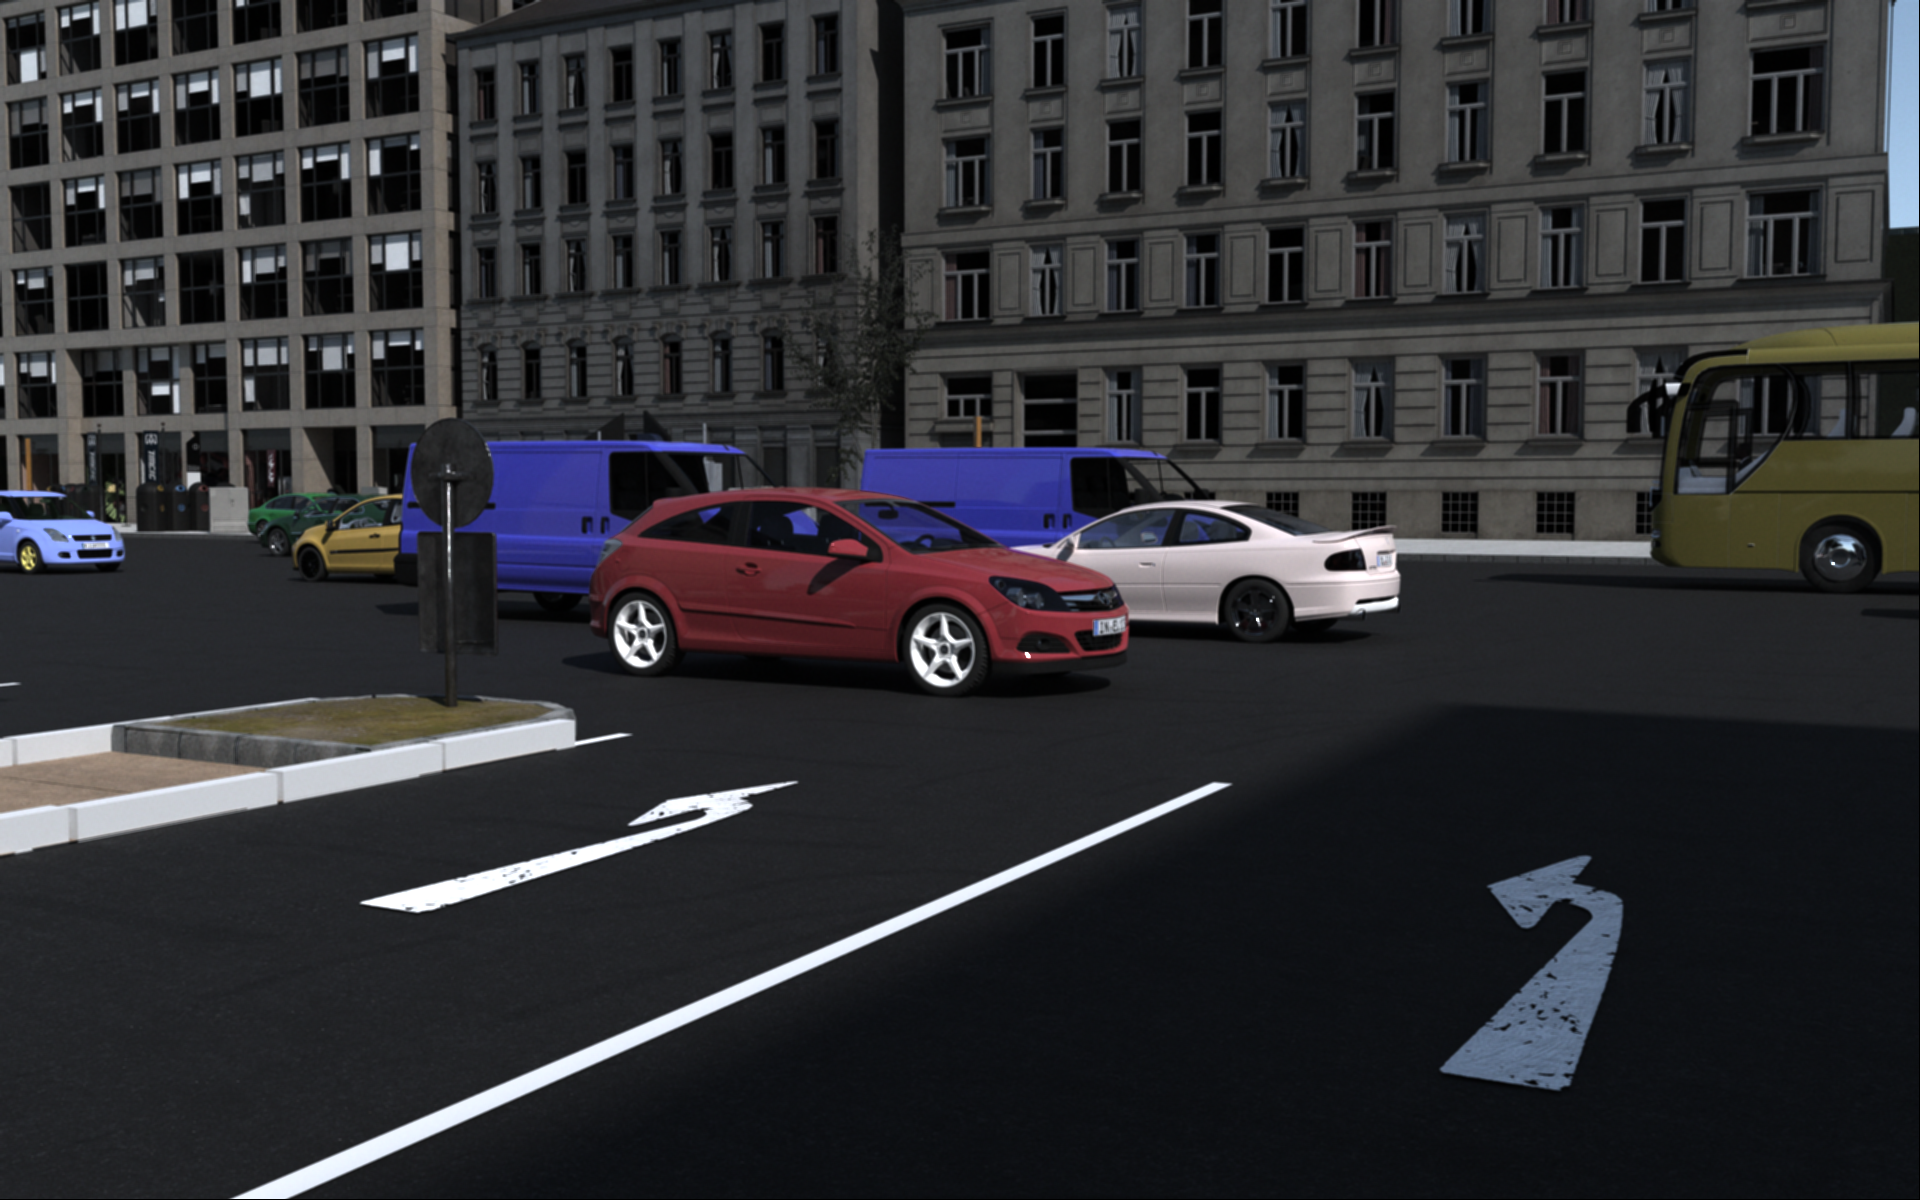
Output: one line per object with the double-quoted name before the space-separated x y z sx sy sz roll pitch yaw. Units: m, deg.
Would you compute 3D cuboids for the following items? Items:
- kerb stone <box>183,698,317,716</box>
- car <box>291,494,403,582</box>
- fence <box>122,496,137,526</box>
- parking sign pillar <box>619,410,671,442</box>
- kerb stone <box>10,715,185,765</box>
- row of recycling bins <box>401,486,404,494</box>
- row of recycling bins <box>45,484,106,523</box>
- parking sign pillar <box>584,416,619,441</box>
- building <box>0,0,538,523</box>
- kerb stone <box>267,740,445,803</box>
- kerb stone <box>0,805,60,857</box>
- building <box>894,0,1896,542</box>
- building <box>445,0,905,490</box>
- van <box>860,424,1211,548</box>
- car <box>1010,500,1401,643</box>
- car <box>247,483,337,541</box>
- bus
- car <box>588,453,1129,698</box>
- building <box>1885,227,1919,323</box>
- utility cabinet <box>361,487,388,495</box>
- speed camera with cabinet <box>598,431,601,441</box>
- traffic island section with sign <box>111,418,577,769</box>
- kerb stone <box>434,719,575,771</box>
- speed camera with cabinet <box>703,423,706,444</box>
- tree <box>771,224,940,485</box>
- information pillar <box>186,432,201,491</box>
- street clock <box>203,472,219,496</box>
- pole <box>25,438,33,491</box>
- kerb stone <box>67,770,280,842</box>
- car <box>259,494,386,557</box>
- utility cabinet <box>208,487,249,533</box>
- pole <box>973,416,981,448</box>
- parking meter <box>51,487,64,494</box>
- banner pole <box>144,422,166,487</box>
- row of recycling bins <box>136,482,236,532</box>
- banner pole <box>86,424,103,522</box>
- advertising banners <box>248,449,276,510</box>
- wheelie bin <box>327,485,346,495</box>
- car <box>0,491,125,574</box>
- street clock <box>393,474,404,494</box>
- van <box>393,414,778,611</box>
"kerb stone" -4.280 0.722 10.471 0.120 0.150 1.000 2 4 28
"car" -9.149 -1.105 28.288 3.980 1.641 2.015 2 4 30
"fence" -32.521 -3.575 69.660 0.480 1.192 2.264 3 4 37
"parking sign pillar" -9.767 -4.090 55.336 1.447 3.967 1.447 3 5 44
"kerb stone" -4.768 0.776 9.565 0.120 0.150 1.000 2 4 28
"row of recycling bins" -34.380 -6.027 105.653 3.534 1.692 1.069 -2 4 -25
"row of recycling bins" -34.828 -3.738 68.227 3.534 1.692 1.069 2 4 35
"parking sign pillar" -11.738 -4.211 57.318 1.447 3.967 1.447 0 4 -5
"building" -30.297 -16.968 81.949 34.151 26.468 19.350 2 4 28
"kerb stone" -2.954 0.842 8.500 0.120 0.150 1.000 2 4 28
"kerb stone" -3.939 0.949 6.680 0.120 0.150 1.000 2 4 28
"building" 14.108 -13.650 56.455 30.059 22.955 16.112 2 4 28
"building" -8.988 -13.232 65.497 18.267 20.994 9.793 2 4 28
"van" 1.260 -1.110 22.539 5.245 2.365 2.240 2 4 29
"car" 2.123 -0.347 18.034 4.827 1.381 2.083 2 4 30
"car" -18.581 -2.535 50.252 4.718 1.807 1.959 2 4 30
"bus" 15.983 -1.993 24.136 12.252 3.916 2.896 2 4 29
"car" -0.822 -0.277 13.562 4.494 1.783 2.155 2 4 30
"building" 98.573 -25.619 190.577 14.107 30.474 14.160 2 4 28
"utility cabinet" -17.946 -2.720 53.145 0.318 1.500 1.173 -3 5 -44
"speed camera with cabinet" -11.176 -3.634 53.749 0.660 3.252 2.038 0 4 3
"traffic island section with sign" -3.346 -0.109 9.923 2.006 1.907 1.989 2 4 28
"kerb stone" -2.471 0.782 9.408 0.120 0.150 1.000 2 4 28
"speed camera with cabinet" -6.438 -3.314 48.520 2.038 3.252 0.660 1 4 17
"tree" -2.636 -5.904 46.901 4.360 8.622 3.978 0 3 0
"information pillar" -28.905 -4.528 65.390 0.504 3.616 0.183 -2 4 -24
"street clock" -24.987 -3.257 57.824 0.471 2.002 0.358 -2 4 -31
"pole" -34.046 -4.253 63.372 0.158 3.312 0.155 0 3 0
"kerb stone" -3.444 0.903 7.589 0.120 0.150 1.000 2 4 28
"car" -13.924 -1.704 39.651 4.920 1.459 2.131 2 4 29
"utility cabinet" -23.760 -2.912 56.284 1.173 1.500 0.318 -2 4 -31
"pole" 0.456 -3.165 45.588 0.158 3.312 0.155 0 3 0
"parking meter" -31.373 -3.169 60.232 0.372 1.533 0.369 0 3 0
"banner pole" -27.905 -4.293 60.205 0.863 3.779 0.401 -1 4 -16
"row of recycling bins" -26.715 -3.229 59.902 1.069 1.692 3.534 3 4 36
"banner pole" -30.739 -4.380 61.630 0.863 3.779 0.401 2 4 25
"advertising banners" -27.240 -4.347 67.254 2.074 3.025 0.090 2 4 29
"wheelie bin" -21.363 -3.151 59.421 0.693 1.594 0.980 0 4 -3
"car" -17.176 -1.375 32.074 3.694 1.707 1.945 2 4 28
"street clock" -20.053 -3.505 61.872 0.358 2.002 0.471 -3 5 -39
"van" -3.900 -0.940 19.757 5.245 2.365 2.240 2 4 29
